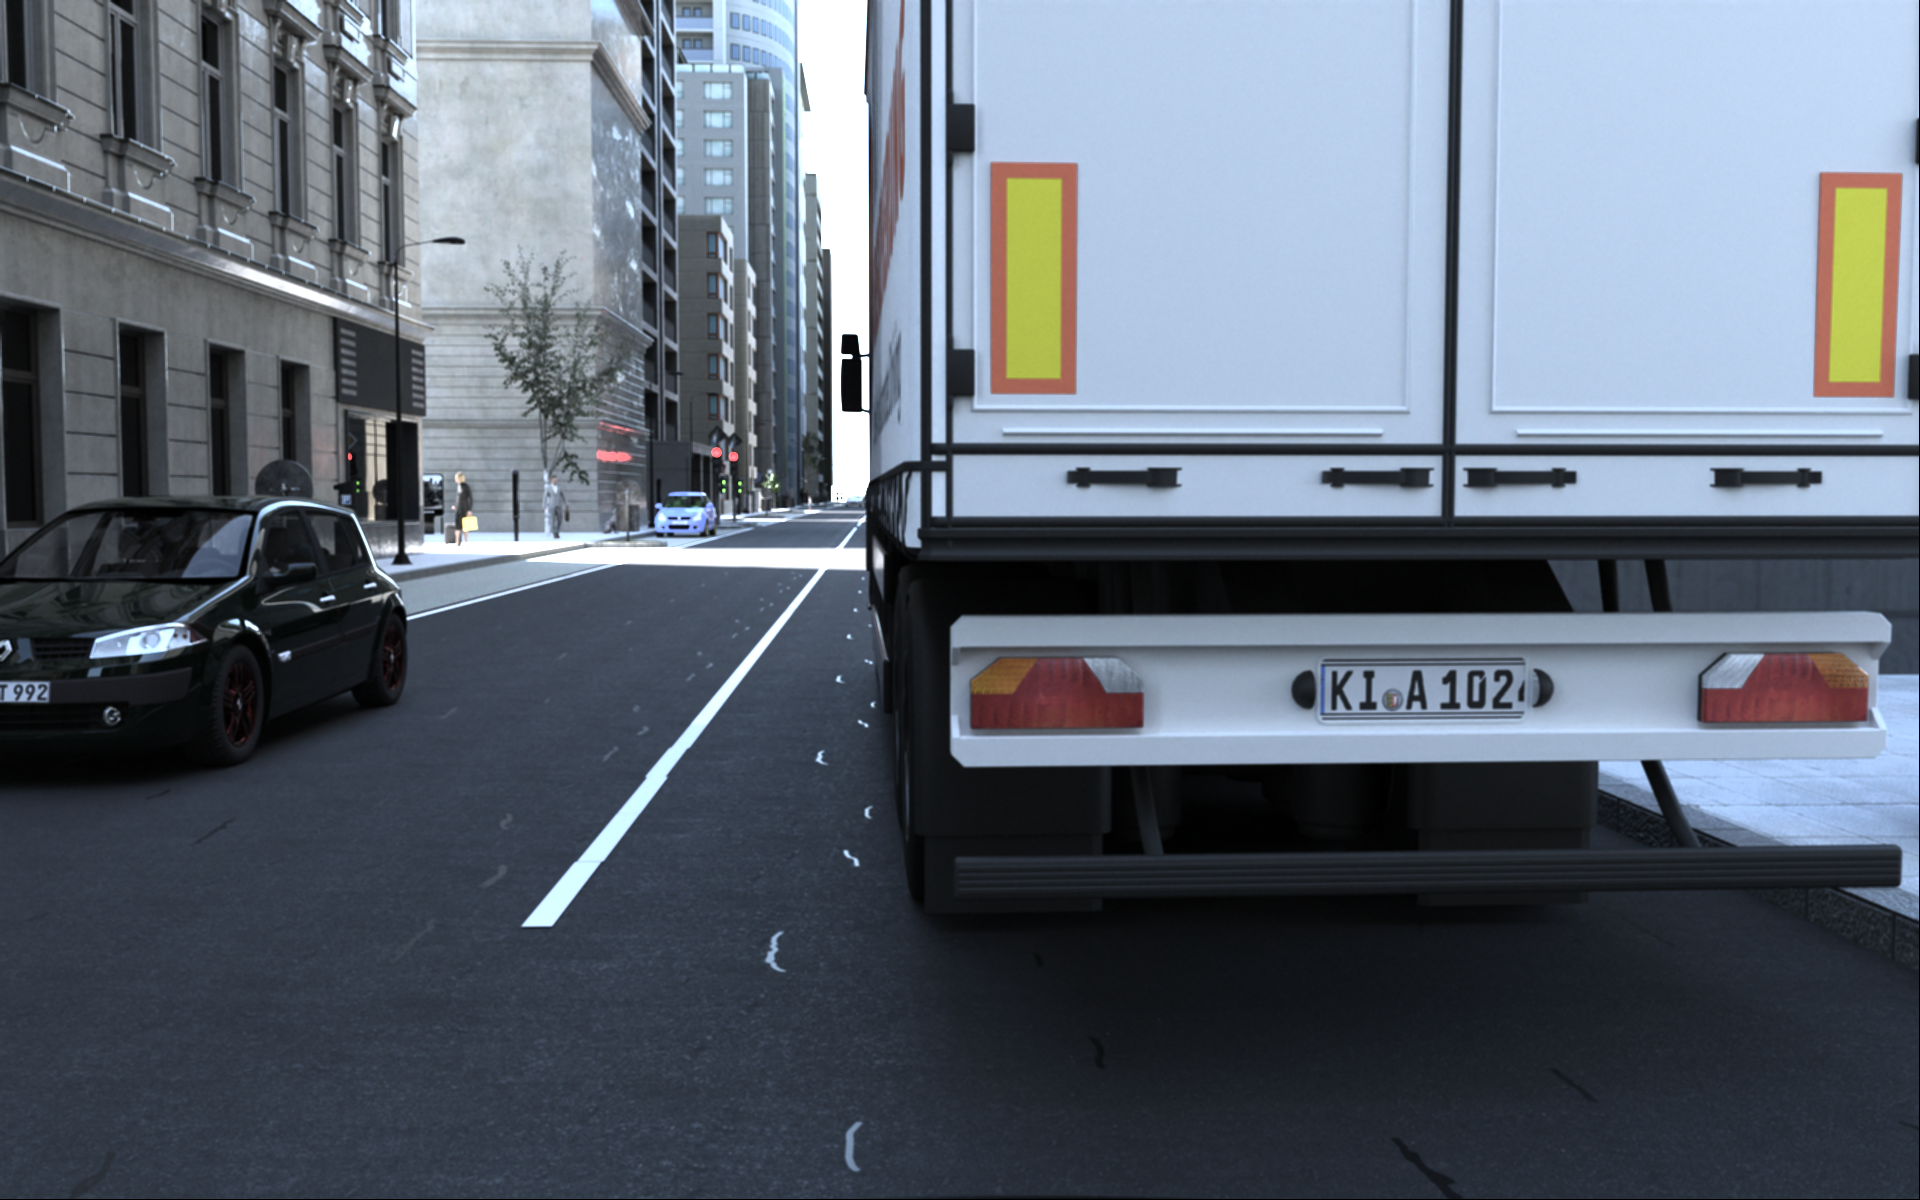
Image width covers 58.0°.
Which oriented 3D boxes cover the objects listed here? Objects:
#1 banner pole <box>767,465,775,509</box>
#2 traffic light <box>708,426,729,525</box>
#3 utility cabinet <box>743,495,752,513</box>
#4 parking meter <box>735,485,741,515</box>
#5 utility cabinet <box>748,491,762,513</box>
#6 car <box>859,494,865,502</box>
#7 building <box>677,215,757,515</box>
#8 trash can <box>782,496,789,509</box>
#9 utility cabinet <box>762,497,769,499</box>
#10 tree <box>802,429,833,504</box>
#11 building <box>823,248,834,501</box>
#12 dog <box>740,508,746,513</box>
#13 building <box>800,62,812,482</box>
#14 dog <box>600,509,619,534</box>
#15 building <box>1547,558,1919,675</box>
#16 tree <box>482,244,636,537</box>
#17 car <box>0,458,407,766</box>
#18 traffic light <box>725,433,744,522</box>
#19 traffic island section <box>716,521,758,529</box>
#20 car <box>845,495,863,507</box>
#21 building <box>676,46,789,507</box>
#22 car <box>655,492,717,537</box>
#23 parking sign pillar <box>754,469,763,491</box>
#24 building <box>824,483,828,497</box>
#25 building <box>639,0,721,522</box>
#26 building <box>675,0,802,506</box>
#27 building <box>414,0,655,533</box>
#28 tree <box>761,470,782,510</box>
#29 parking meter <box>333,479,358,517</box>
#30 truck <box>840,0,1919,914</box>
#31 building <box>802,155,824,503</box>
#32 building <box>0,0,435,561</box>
[{"bbox_3d":[-15.951,-9.596,146.905,0.863,3.779,0.401,0,4,7],"label":"banner pole"},{"bbox_3d":[-9.932,-5.024,71.066,0.839,4.253,0.868,0,4,-3],"label":"traffic light"},{"bbox_3d":[-14.325,-6.477,117.064,0.306,1.237,1.020,1,4,17],"label":"utility cabinet"},{"bbox_3d":[-13.617,-6.116,105.715,0.399,1.863,0.255,1,4,23],"label":"parking meter"},{"bbox_3d":[-14.156,-6.730,118.715,0.318,1.500,1.173,-2,4,-32],"label":"utility cabinet"},{"bbox_3d":[-15.801,-16.632,280.726,1.959,1.807,4.718,0,4,-3],"label":"car"},{"bbox_3d":[-29.233,-16.909,121.494,27.650,21.520,28.899,0,4,-3],"label":"building"},{"bbox_3d":[-15.251,-8.531,151.140,0.748,1.137,0.748,0,3,0],"label":"trash can"},{"bbox_3d":[-16.210,-8.122,141.471,1.173,1.500,0.318,-2,4,-29],"label":"utility cabinet"},{"bbox_3d":[-20.387,-18.112,230.536,7.601,10.594,8.767,1,4,9],"label":"tree"},{"bbox_3d":[-29.305,-40.001,304.124,14.600,45.320,14.200,0,4,-3],"label":"building"},{"bbox_3d":[-14.414,-5.941,114.878,0.748,0.427,0.550,0,4,4],"label":"dog"},{"bbox_3d":[-32.619,-37.935,209.472,28.713,52.752,27.495,0,4,-3],"label":"building"},{"bbox_3d":[-11.336,-2.532,55.783,0.800,0.831,0.513,1,4,11],"label":"dog"},{"bbox_3d":[12.948,-29.528,24.784,21.231,58.520,28.212,0,4,-3],"label":"building"},{"bbox_3d":[-12.161,-6.201,51.745,4.360,8.622,3.978,0,3,0],"label":"tree"},{"bbox_3d":[-4.666,-0.035,10.363,2.009,1.686,4.222,0,4,-1],"label":"car"},{"bbox_3d":[-10.286,-5.512,79.044,0.839,4.253,0.868,0,4,-3],"label":"traffic light"},{"bbox_3d":[-10.326,-3.480,79.177,2.009,0.180,2.903,0,4,-3],"label":"traffic island section"},{"bbox_3d":[-12.348,-11.542,201.065,2.083,1.381,4.827,0,4,-3],"label":"car"},{"bbox_3d":[-23.519,-29.204,161.075,14.154,41.232,14.086,0,4,-3],"label":"building"},{"bbox_3d":[-9.194,-2.972,58.178,1.945,1.707,3.694,0,4,-1],"label":"car"},{"bbox_3d":[-17.126,-9.550,144.619,1.447,3.967,1.447,-2,4,-35],"label":"parking sign pillar"},{"bbox_3d":[-38.156,-36.232,284.274,32.217,40.220,23.993,0,4,-3],"label":"building"},{"bbox_3d":[-23.062,-39.711,87.525,20.563,71.187,20.611,0,4,-3],"label":"building"},{"bbox_3d":[-27.899,-39.124,181.676,21.231,58.520,28.212,0,4,-3],"label":"building"},{"bbox_3d":[-29.194,-14.905,62.787,34.723,24.649,14.460,0,4,-3],"label":"building"},{"bbox_3d":[-15.048,-8.883,139.837,1.663,3.219,1.824,0,3,0],"label":"tree"},{"bbox_3d":[-10.287,-1.260,29.020,0.372,1.533,0.369,0,3,0],"label":"parking meter"},{"bbox_3d":[0.743,-1.256,9.445,2.839,4.237,11.283,0,4,-4],"label":"truck"},{"bbox_3d":[-30.588,-38.131,247.143,21.300,48.544,21.600,0,4,-3],"label":"building"},{"bbox_3d":[-18.561,-14.715,17.000,17.030,29.872,44.131,0,4,-3],"label":"building"}]
